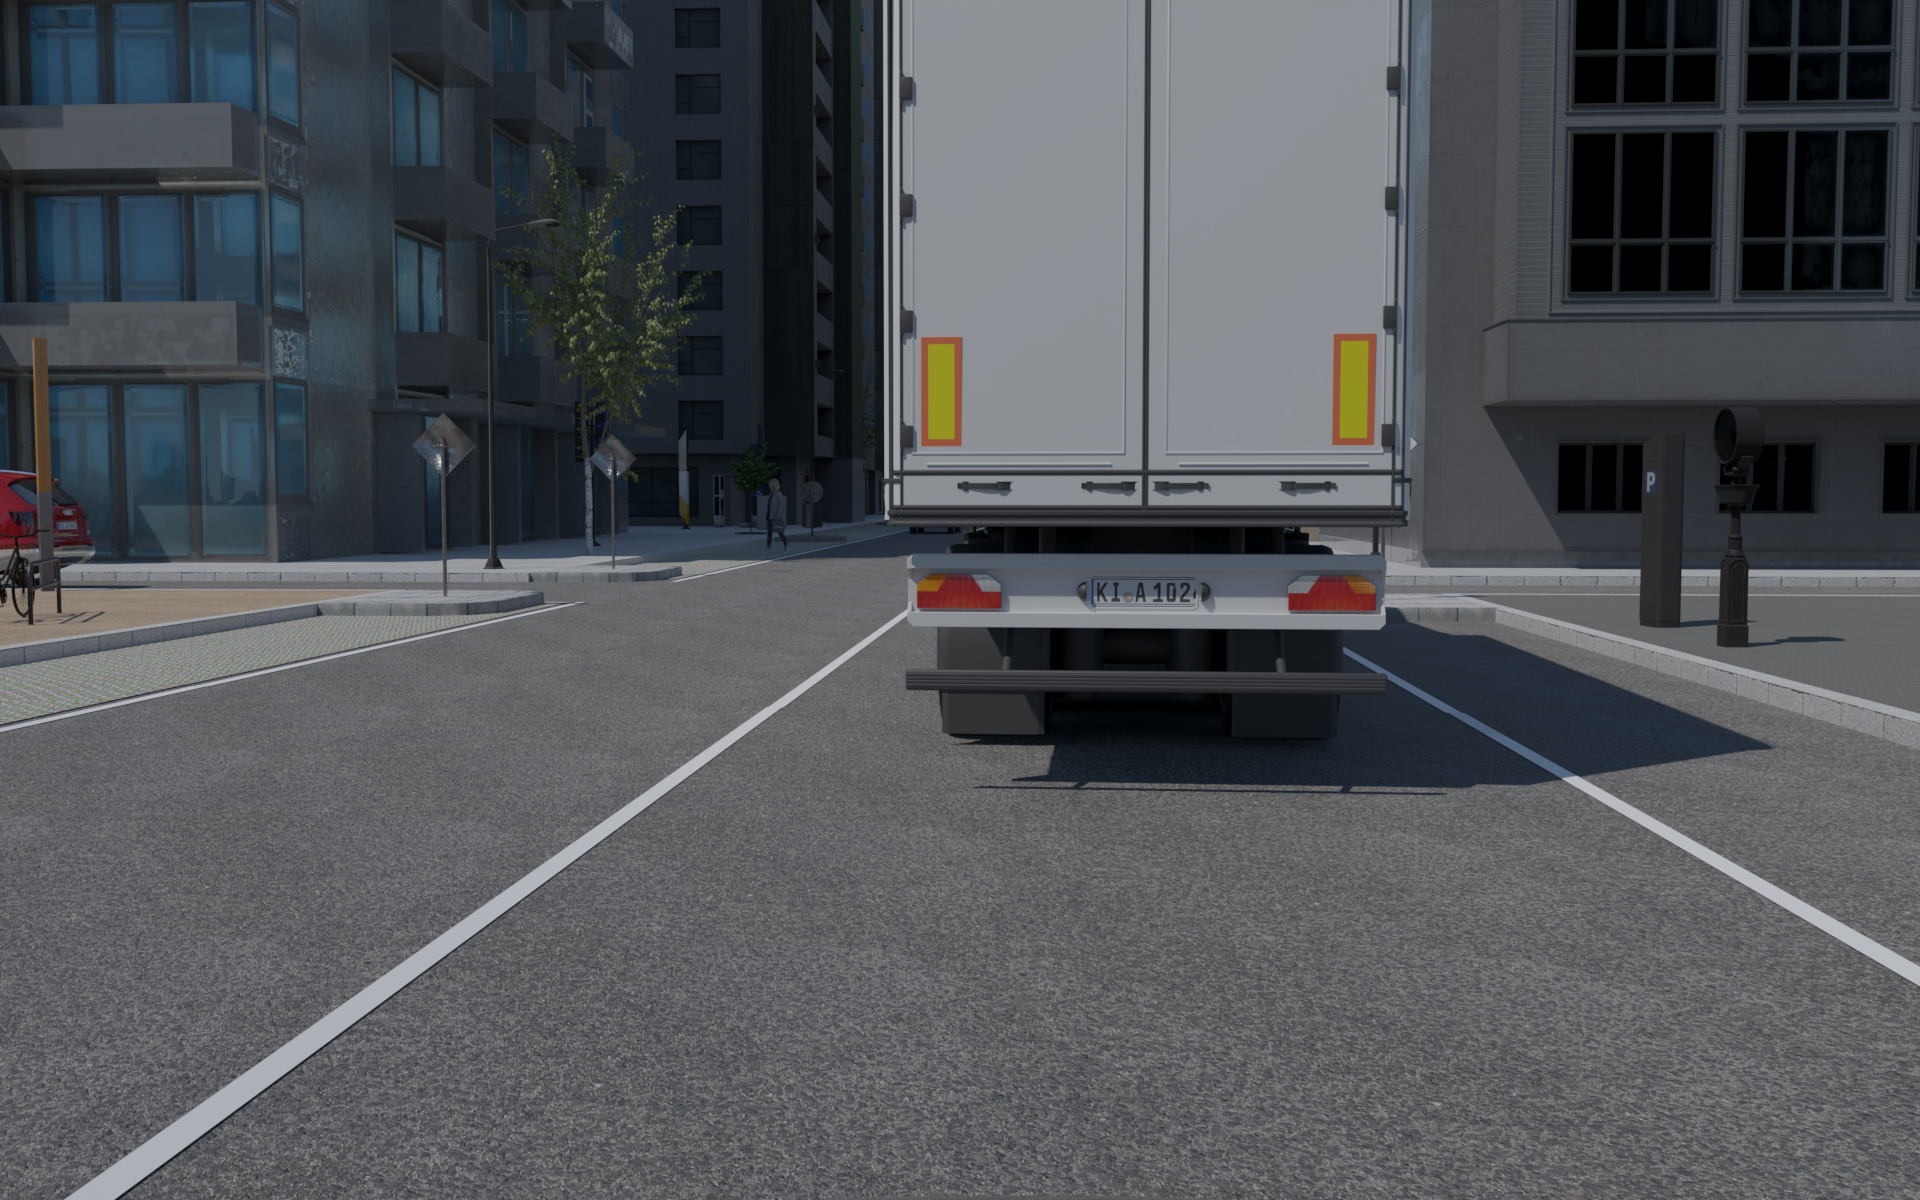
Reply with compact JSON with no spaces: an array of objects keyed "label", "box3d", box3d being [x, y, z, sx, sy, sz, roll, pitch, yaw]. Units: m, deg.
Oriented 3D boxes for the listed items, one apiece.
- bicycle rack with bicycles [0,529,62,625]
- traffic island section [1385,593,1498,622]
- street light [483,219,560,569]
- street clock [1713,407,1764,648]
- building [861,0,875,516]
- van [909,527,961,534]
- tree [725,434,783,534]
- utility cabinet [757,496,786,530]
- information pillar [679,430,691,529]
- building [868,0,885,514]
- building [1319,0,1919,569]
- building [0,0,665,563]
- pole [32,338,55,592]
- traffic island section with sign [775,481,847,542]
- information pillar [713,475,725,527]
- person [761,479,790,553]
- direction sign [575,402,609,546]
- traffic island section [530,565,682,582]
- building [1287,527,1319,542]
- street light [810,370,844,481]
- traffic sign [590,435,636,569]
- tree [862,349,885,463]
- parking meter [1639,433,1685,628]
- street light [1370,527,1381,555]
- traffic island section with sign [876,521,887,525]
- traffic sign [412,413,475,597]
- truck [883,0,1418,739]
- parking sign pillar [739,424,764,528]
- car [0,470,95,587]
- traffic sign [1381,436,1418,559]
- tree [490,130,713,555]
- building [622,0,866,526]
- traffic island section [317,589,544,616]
[{"label":"bicycle rack with bicycles","box3d":[-10.306,-0.240,17.300,2.852,0.926,2.925,-1,4,-18]},{"label":"traffic island section","box3d":[5.115,0.084,20.903,2.009,0.180,2.903,0,4,4]},{"label":"street light","box3d":[-7.450,-3.482,29.466,1.470,5.913,1.316,0,4,4]},{"label":"street clock","box3d":[6.495,-0.608,14.505,0.358,2.002,0.471,0,3,0]},{"label":"building","box3d":[-12.444,-27.272,96.013,14.600,45.320,14.200,0,4,4]},{"label":"van","box3d":[-0.899,-3.481,63.924,2.013,2.044,4.112,0,4,5]},{"label":"tree","box3d":[-6.826,-3.735,55.661,1.663,3.219,1.824,0,3,0]},{"label":"utility cabinet","box3d":[-6.759,-3.118,62.136,1.020,1.237,0.306,0,4,0]},{"label":"information pillar","box3d":[-10.050,-4.387,63.082,0.504,3.616,0.183,3,5,45]},{"label":"building","box3d":[-10.486,-26.188,111.771,14.154,41.232,14.086,0,4,4]},{"label":"building","box3d":[23.227,-13.129,33.731,30.058,24.678,14.314,0,4,4]},{"label":"building","box3d":[-21.411,-25.958,44.027,23.786,49.044,30.456,0,4,4]},{"label":"pole","box3d":[-12.050,-1.769,22.772,0.158,3.312,0.155,0,3,0]},{"label":"traffic island section with sign","box3d":[-4.483,-2.682,52.473,1.989,1.847,2.006,0,4,4]},{"label":"information pillar","box3d":[-9.262,-3.796,66.561,0.304,2.012,0.304,2,4,25]},{"label":"person","box3d":[-4.387,-2.010,41.550,0.728,1.800,0.709,-3,4,-36]},{"label":"direction sign","box3d":[-9.057,-3.101,42.699,0.876,3.537,0.379,-2,4,-35]},{"label":"traffic island section","box3d":[-5.943,-0.449,29.614,2.009,0.180,2.903,0,4,4]},{"label":"building","box3d":[19.712,-15.753,62.081,19.350,26.468,34.151,0,4,4]},{"label":"street light","box3d":[-5.054,-5.657,65.034,1.470,5.913,1.316,0,4,4]},{"label":"traffic sign","box3d":[-5.919,-1.585,29.551,0.795,2.450,0.064,0,4,4]},{"label":"tree","box3d":[-5.113,-8.284,85.800,4.360,8.622,3.978,0,3,0]},{"label":"parking meter","box3d":[6.778,-0.674,16.733,0.255,1.863,0.399,0,4,-5]},{"label":"street light","box3d":[7.290,-3.668,32.511,1.470,5.913,1.316,0,4,4]},{"label":"traffic island section with sign","box3d":[-2.769,-4.327,79.374,1.989,1.847,2.006,0,4,4]},{"label":"traffic sign","box3d":[-6.429,-1.097,21.582,0.795,2.450,0.064,0,4,4]},{"label":"truck","box3d":[1.349,-1.504,13.510,2.839,4.237,11.283,0,4,5]},{"label":"parking sign pillar","box3d":[-7.774,-4.766,66.400,1.447,3.967,1.447,-1,4,-10]},{"label":"car","box3d":[-15.744,-1.043,25.721,5.304,1.827,2.281,0,4,2]},{"label":"traffic sign","box3d":[5.091,-1.051,20.827,0.795,2.450,0.064,0,4,4]},{"label":"tree","box3d":[-7.515,-5.237,35.985,4.737,8.622,4.395,0,3,0]},{"label":"building","box3d":[-11.906,-18.506,74.275,14.160,30.474,14.107,0,4,4]},{"label":"traffic island section","box3d":[-6.453,0.039,21.645,2.009,0.180,2.903,0,4,4]}]
